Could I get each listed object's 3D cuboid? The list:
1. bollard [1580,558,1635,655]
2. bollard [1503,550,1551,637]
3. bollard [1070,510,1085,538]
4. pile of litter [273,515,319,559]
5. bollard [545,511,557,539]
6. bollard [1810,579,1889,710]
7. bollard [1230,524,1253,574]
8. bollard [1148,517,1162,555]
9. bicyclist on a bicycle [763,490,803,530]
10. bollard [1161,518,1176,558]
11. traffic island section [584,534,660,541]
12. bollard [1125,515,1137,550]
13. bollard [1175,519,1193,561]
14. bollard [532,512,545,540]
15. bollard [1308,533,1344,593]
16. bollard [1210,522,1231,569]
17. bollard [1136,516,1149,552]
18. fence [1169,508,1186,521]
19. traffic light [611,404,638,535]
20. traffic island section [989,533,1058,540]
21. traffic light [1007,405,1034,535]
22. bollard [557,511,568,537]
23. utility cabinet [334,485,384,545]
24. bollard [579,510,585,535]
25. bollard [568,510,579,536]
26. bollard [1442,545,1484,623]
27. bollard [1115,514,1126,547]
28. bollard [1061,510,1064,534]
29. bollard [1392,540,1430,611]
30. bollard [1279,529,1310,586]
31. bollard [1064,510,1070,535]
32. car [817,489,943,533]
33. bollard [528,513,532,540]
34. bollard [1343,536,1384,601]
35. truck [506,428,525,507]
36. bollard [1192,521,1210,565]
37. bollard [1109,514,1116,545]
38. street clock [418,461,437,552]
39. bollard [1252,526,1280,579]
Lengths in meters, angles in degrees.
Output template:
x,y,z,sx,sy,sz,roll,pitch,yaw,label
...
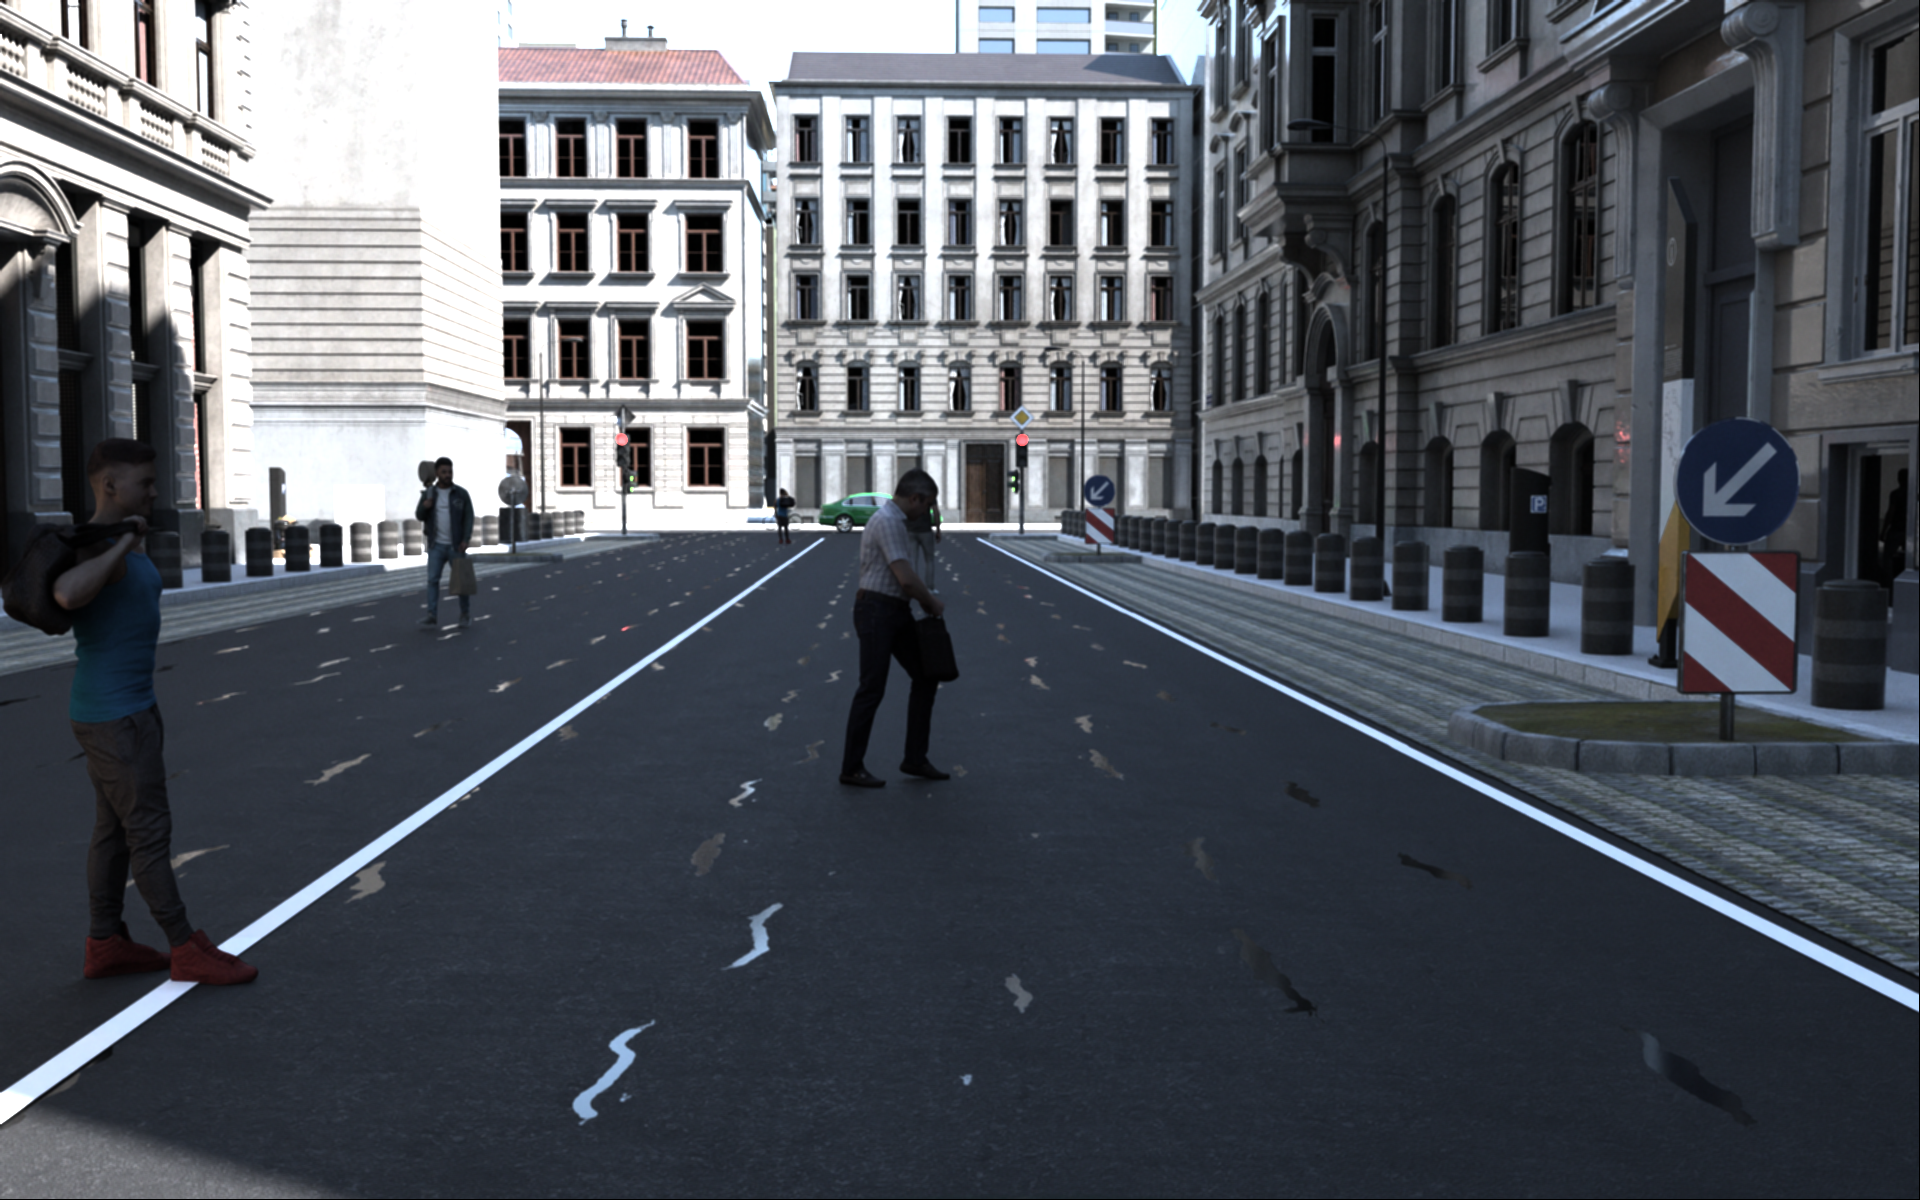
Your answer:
x,y,z,sx,sy,sz,roll,pitch,yaw,label
5.214,0.047,13.943,0.404,0.777,0.398,0,3,0,bollard
5.141,-0.060,15.704,0.404,0.777,0.398,0,3,0,bollard
3.609,-2.303,52.372,0.404,0.777,0.398,0,3,0,bollard
-13.473,-1.271,34.749,1.719,0.858,1.176,-1,4,-13,pile of litter
-11.898,-2.143,49.758,0.404,0.777,0.398,0,3,0,bollard
5.360,0.262,10.438,0.404,0.777,0.398,0,3,0,bollard
4.631,-0.808,27.927,0.404,0.777,0.398,0,3,0,bollard
4.264,-1.343,36.680,0.404,0.777,0.398,0,3,0,bollard
-7.100,-3.631,69.385,1.625,1.676,1.499,0,4,-3,bicyclist on a bicycle
4.336,-1.237,34.939,0.404,0.777,0.398,0,3,0,bollard
-10.559,-1.962,54.365,2.009,0.180,2.903,0,4,-2,traffic island section
4.113,-1.557,40.173,0.404,0.777,0.398,0,3,0,bollard
4.407,-1.129,33.184,0.404,0.777,0.398,0,3,0,bollard
-11.825,-2.037,48.016,0.404,0.777,0.398,0,3,0,bollard
4.847,-0.487,22.682,0.404,0.777,0.398,0,3,0,bollard
4.557,-0.915,29.676,0.404,0.777,0.398,0,3,0,bollard
4.187,-1.450,38.432,0.404,0.777,0.398,0,3,0,bollard
9.097,-3.494,72.509,0.278,0.683,2.069,-1,4,-13,fence
-10.519,-3.995,54.232,0.839,4.253,0.868,0,4,-2,traffic light
1.972,-1.994,54.882,2.009,0.180,2.903,0,4,-2,traffic island section
1.931,-4.027,54.766,0.839,4.253,0.868,0,4,-2,traffic light
-11.975,-2.250,51.499,0.404,0.777,0.398,0,3,0,bollard
-15.029,-2.121,43.357,1.173,1.500,0.318,1,4,9,utility cabinet
-12.119,-2.463,54.983,0.404,0.777,0.398,0,3,0,bollard
-12.040,-2.356,53.240,0.404,0.777,0.398,0,3,0,bollard
5.067,-0.167,17.450,0.404,0.777,0.398,0,3,0,bollard
4.041,-1.663,41.913,0.404,0.777,0.398,0,3,0,bollard
3.464,-2.516,55.853,0.404,0.777,0.398,0,3,0,bollard
4.995,-0.274,19.198,0.404,0.777,0.398,0,3,0,bollard
4.780,-0.595,24.442,0.404,0.777,0.398,0,3,0,bollard
3.537,-2.410,54.113,0.404,0.777,0.398,0,3,0,bollard
-3.017,-3.456,65.306,4.718,1.807,1.959,0,4,-4,car
-11.758,-1.929,46.263,0.404,0.777,0.398,0,3,0,bollard
4.920,-0.381,20.941,0.404,0.777,0.398,0,3,0,bollard
-24.784,-4.489,63.159,18.799,4.110,2.967,0,4,-2,truck
4.486,-1.022,31.429,0.404,0.777,0.398,0,3,0,bollard
3.969,-1.771,43.668,0.404,0.777,0.398,0,3,0,bollard
-11.661,-2.045,38.001,0.358,2.002,0.471,-3,5,-43,street clock
4.699,-0.701,26.186,0.404,0.777,0.398,0,3,0,bollard
